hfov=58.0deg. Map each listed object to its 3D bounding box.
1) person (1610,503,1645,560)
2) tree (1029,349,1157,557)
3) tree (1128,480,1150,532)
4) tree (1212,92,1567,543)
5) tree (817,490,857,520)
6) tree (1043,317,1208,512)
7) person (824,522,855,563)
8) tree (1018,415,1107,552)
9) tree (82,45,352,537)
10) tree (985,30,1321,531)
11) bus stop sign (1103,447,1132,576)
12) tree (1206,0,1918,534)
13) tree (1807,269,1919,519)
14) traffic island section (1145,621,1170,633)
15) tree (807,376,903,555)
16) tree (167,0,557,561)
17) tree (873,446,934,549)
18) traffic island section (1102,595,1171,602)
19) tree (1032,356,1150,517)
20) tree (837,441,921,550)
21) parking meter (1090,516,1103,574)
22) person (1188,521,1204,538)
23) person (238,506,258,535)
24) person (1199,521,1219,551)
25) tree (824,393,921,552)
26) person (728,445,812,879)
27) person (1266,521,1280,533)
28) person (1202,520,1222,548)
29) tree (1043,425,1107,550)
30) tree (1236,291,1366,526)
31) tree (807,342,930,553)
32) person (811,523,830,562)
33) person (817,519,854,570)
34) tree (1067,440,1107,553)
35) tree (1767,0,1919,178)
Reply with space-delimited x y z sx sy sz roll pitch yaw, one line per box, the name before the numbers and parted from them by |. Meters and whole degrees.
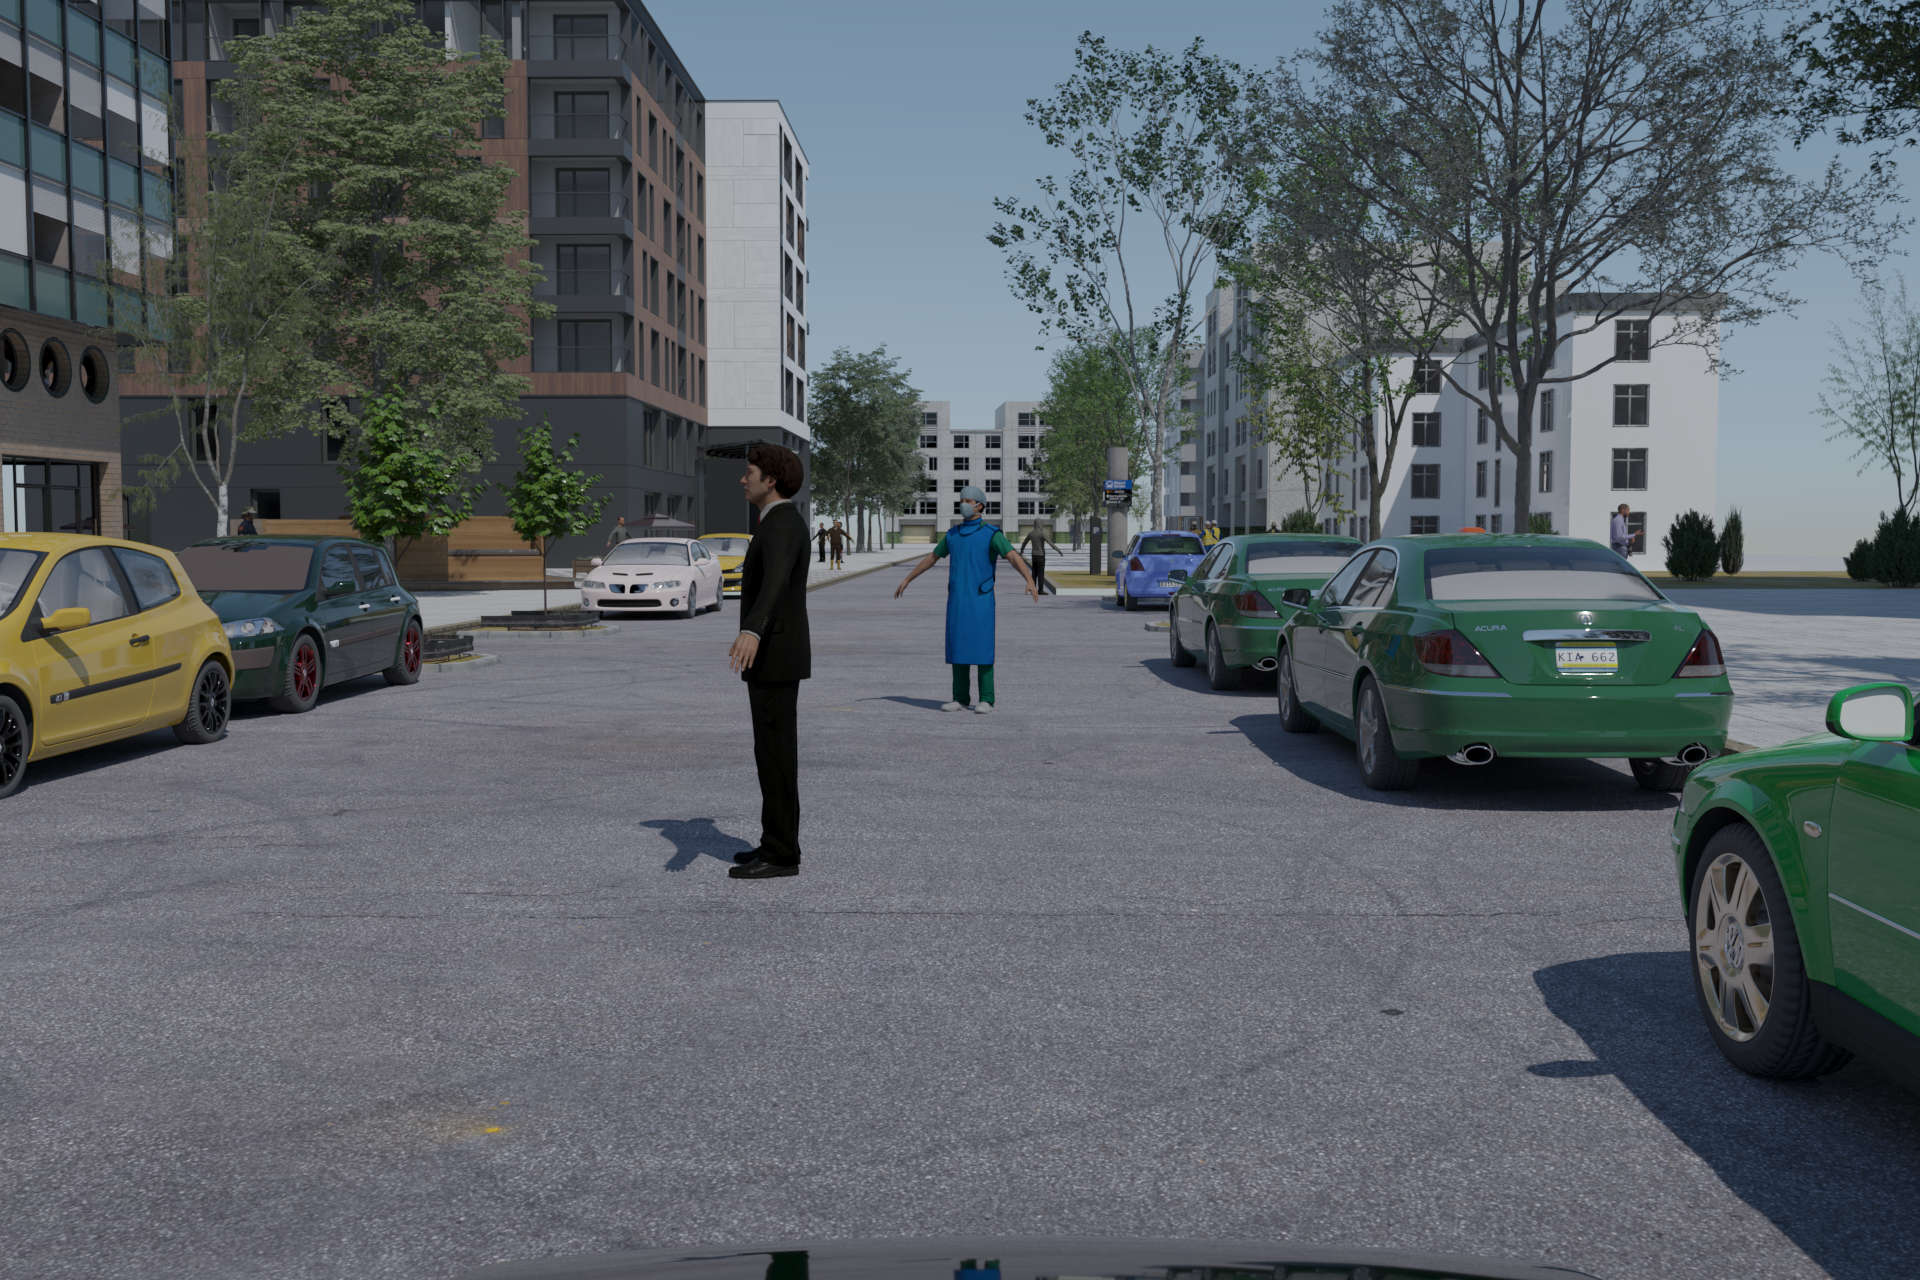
person | 12.193 -1.575 31.660 0.599 1.838 0.709 1 4 17
tree | 7.663 -10.526 97.856 9.928 11.665 9.643 0 3 0
tree | 24.426 -17.411 235.033 4.737 8.622 4.395 0 3 0
tree | 9.830 -6.996 40.135 9.928 11.665 9.643 0 3 0
tree | -17.143 -18.981 236.094 9.928 11.665 9.643 0 3 0
tree | 7.797 -9.543 81.790 9.928 11.665 9.643 0 3 0
person | -5.300 -4.270 75.966 1.345 1.843 0.704 -1 4 -16
tree | 8.264 -11.713 125.920 8.767 10.594 7.601 1 4 11
tree | -11.221 -4.631 26.073 4.360 8.622 3.978 0 3 0
tree | 6.969 -12.800 65.167 12.611 20.169 13.585 0 3 0
bus stop sign | 4.806 -3.904 52.851 0.837 3.901 0.837 0 4 2
tree | 9.134 -7.199 28.079 12.009 13.543 11.850 0 3 0
tree | 26.122 -5.936 47.414 4.360 8.622 3.978 0 3 0
traffic island section | 3.788 -0.186 25.912 1.991 0.108 1.994 0 4 1
tree | -6.990 -10.345 103.550 7.601 10.594 8.767 -2 4 -28
tree | -11.974 -7.152 35.063 7.486 12.596 7.792 0 3 0
tree | -5.474 -13.012 147.156 8.767 10.594 7.601 3 5 42
traffic island section | 4.101 -0.903 37.638 1.991 0.108 1.994 0 4 1
tree | 8.402 -11.753 110.286 7.486 12.596 7.792 0 3 0
tree | -6.434 -12.296 135.455 7.601 10.594 8.767 1 4 21
parking meter | 4.340 -3.029 55.235 0.399 1.863 0.255 0 4 0
person | 10.293 -4.305 76.148 1.354 1.858 0.705 -1 4 -9
person | -14.105 -1.749 34.465 0.704 1.845 1.351 0 4 -5
person | 9.301 -3.558 64.630 1.216 1.772 0.721 -3 5 -42
tree | -6.365 -12.147 124.358 9.928 11.665 9.643 0 3 0
person | -0.816 0.079 7.347 0.705 1.806 1.347 0 4 -4
person | 14.301 -4.474 78.937 1.354 1.856 0.705 1 4 22
person | 10.036 -3.831 68.606 0.705 1.833 1.349 3 5 41
tree | 9.900 -13.514 139.086 7.486 12.596 7.792 0 3 0
tree | 10.496 -6.213 51.948 4.737 8.622 4.395 0 3 0
tree | -6.701 -12.708 114.431 9.857 13.997 8.962 0 3 0
person | -6.288 -4.423 78.542 0.704 1.802 1.346 -3 5 -42
person | -4.466 -3.422 62.093 1.346 1.812 0.704 0 4 -7
tree | 8.603 -10.369 119.895 4.737 8.622 4.395 0 3 0
tree | 9.650 -4.766 12.339 7.601 10.594 8.767 -1 4 -12
